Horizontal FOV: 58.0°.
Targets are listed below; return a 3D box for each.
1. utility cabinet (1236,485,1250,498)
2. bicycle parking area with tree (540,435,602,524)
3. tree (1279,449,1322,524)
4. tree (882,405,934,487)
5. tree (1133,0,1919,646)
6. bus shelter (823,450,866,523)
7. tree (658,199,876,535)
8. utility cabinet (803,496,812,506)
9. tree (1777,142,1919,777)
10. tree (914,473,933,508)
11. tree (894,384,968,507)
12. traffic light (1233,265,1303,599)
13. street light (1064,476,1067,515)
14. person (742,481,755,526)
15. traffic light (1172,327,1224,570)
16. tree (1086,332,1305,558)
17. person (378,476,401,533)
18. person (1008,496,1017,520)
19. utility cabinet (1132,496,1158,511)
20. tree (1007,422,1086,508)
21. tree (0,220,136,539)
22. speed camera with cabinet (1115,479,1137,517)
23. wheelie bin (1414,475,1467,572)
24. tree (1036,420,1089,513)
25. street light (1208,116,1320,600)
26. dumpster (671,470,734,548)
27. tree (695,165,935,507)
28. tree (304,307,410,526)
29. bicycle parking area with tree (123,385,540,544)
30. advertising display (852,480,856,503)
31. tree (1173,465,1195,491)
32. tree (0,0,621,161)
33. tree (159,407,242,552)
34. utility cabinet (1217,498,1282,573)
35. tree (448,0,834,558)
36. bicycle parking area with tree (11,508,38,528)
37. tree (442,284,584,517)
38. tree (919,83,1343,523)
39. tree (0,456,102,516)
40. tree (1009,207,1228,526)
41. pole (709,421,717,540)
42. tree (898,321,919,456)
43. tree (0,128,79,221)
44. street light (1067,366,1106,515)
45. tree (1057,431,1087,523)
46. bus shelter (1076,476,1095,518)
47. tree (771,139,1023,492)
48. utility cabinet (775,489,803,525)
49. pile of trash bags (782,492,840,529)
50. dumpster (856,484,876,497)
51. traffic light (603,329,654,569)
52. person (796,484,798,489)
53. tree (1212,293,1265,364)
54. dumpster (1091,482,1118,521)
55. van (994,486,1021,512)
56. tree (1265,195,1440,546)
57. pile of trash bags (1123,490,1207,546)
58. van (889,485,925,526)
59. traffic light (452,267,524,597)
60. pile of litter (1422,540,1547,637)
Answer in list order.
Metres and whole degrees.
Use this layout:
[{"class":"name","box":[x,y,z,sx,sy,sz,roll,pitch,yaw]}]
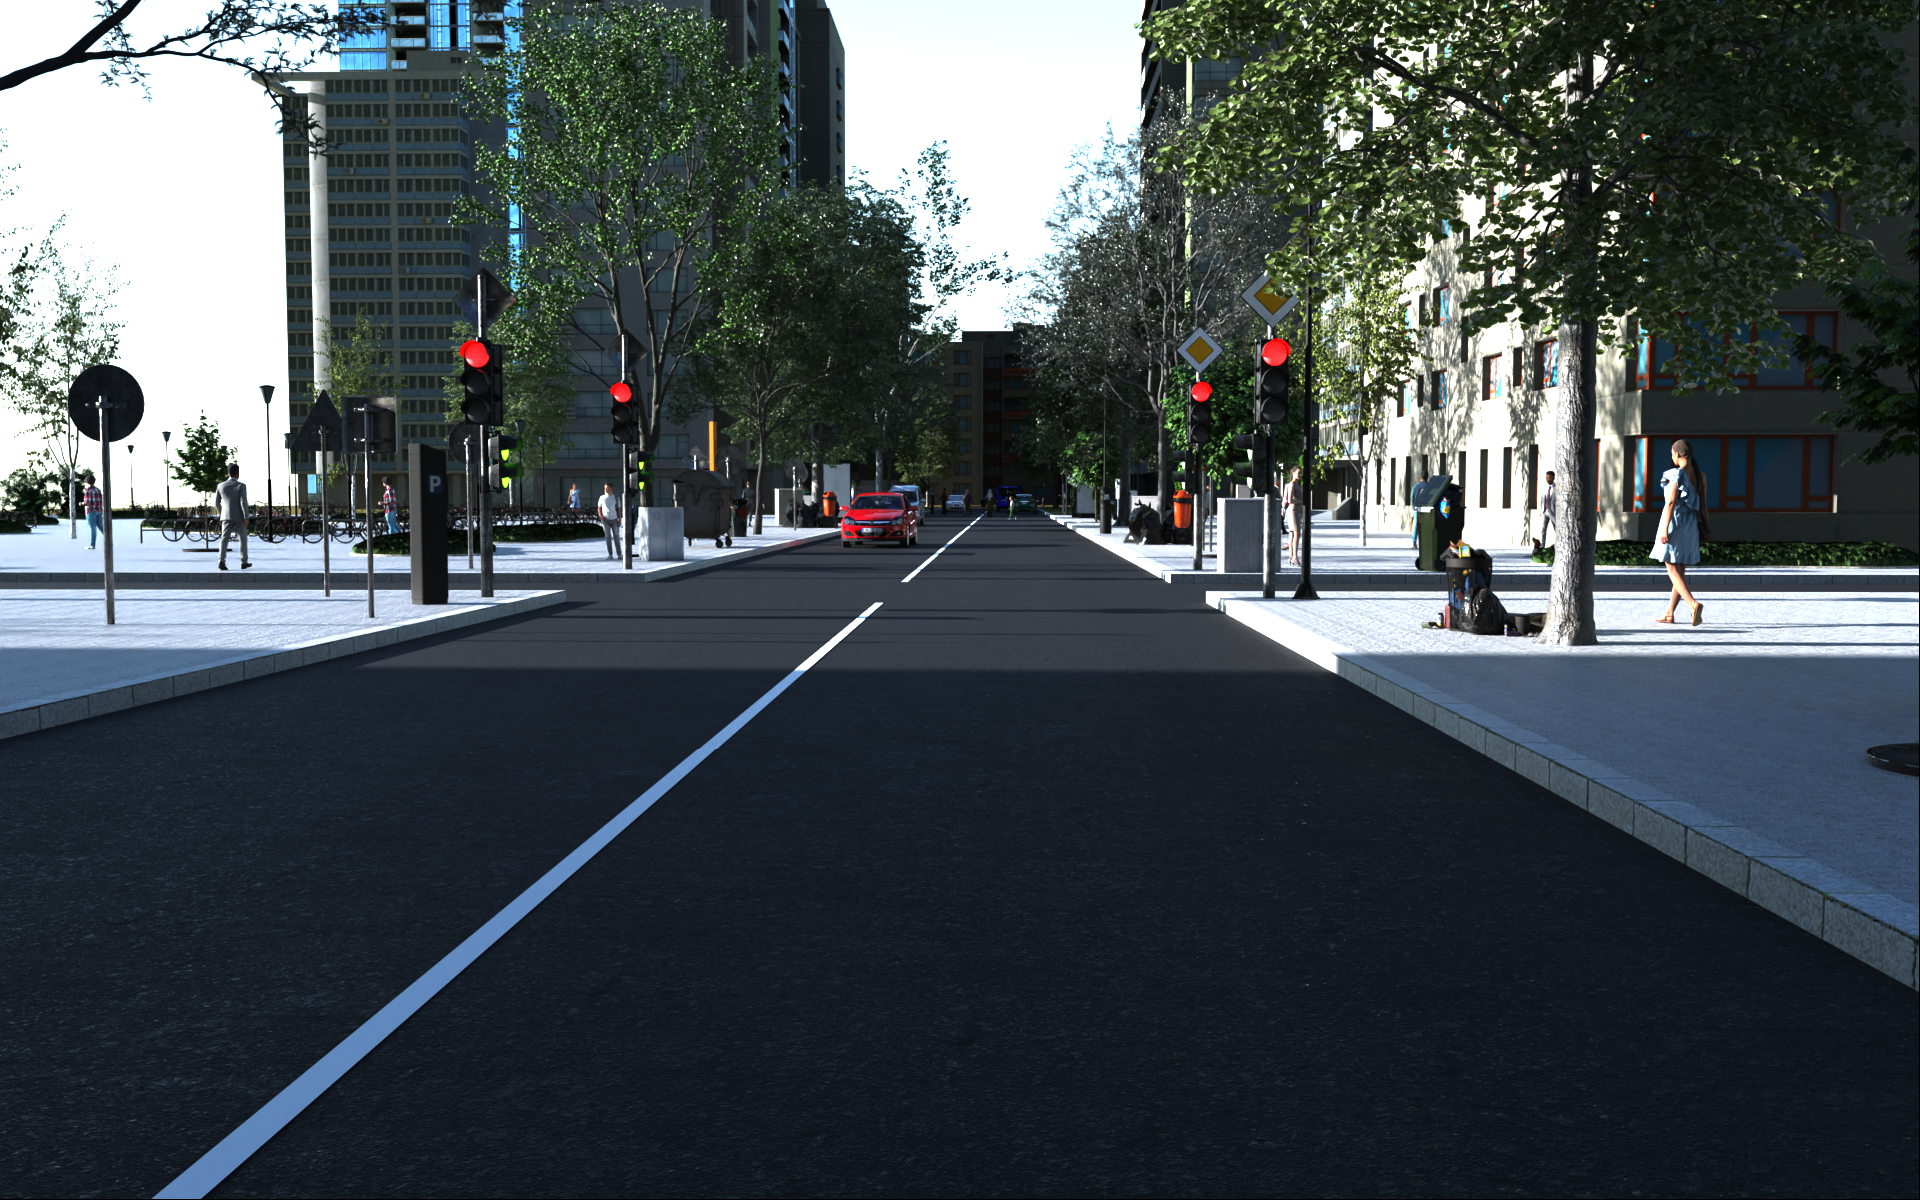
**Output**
[{"class":"utility cabinet","box":[6.654,-1.956,40.658,0.318,1.500,1.173,0,4,7]},{"class":"bicycle parking area with tree","box":[-17.033,-4.748,64.637,9.016,4.147,8.231,1,4,16]},{"class":"tree","box":[14.582,-4.835,73.660,1.663,3.219,1.824,0,3,0]},{"class":"tree","box":[-3.732,-10.761,126.305,4.737,8.622,4.395,0,3,0]},{"class":"tree","box":[5.284,-5.921,14.928,7.486,12.596,7.792,0,3,0]},{"class":"bus shelter","box":[-5.473,-5.177,78.560,2.014,3.302,5.546,0,4,2]},{"class":"tree","box":[-6.081,-7.344,54.489,7.601,10.594,8.767,0,4,5]},{"class":"utility cabinet","box":[-6.356,-3.831,73.804,1.020,1.237,0.306,1,4,14]},{"class":"tree","box":[4.693,-0.822,8.048,1.663,3.219,1.824,0,3,0]},{"class":"tree","box":[-3.552,-10.215,161.623,1.663,3.219,1.824,0,3,0]},{"class":"tree","box":[-2.871,-15.791,176.309,7.486,12.596,7.792,0,3,0]},{"class":"traffic light","box":[3.787,-1.975,21.215,0.839,4.253,0.868,0,4,2]},{"class":"street light","box":[5.894,-8.055,104.246,1.470,5.913,1.316,0,4,2]},{"class":"person","box":[-8.464,-3.834,68.996,0.520,1.790,0.573,-2,4,-30]},{"class":"traffic light","box":[4.005,-2.463,29.197,0.839,4.253,0.868,0,4,2]},{"class":"tree","box":[5.638,-3.157,35.323,4.285,4.588,4.351,0,3,0]},{"class":"person","box":[-14.248,-2.237,43.458,0.643,1.720,0.563,-1,4,-16]},{"class":"person","box":[2.920,-5.107,96.251,0.590,1.304,0.306,-2,4,-27]},{"class":"utility cabinet","box":[6.278,-2.859,57.900,1.020,1.237,0.306,1,4,22]},{"class":"tree","box":[8.644,-14.798,176.352,8.767,10.594,7.601,-2,4,-31]},{"class":"tree","box":[-25.729,-6.073,49.657,4.360,8.622,3.978,0,3,0]},{"class":"speed camera with cabinet","box":[7.822,-5.321,81.342,0.660,3.252,2.038,0,4,-8]},{"class":"wheelie bin","box":[8.013,-1.284,28.896,0.693,1.594,0.980,-1,4,-15]},{"class":"tree","box":[7.066,-10.080,115.169,4.737,8.622,4.395,0,3,0]},{"class":"street light","box":[3.690,-2.966,21.034,1.470,5.913,1.316,0,4,2]},{"class":"dumpster","box":[-6.190,-2.195,41.649,1.264,1.857,1.865,0,4,1]},{"class":"tree","box":[-5.722,-9.864,67.932,9.857,13.997,8.962,0,3,0]},{"class":"tree","box":[-24.069,-7.242,68.761,4.737,8.622,4.395,0,3,0]},{"class":"bicycle parking area with tree","box":[-17.941,-3.746,48.248,9.016,4.147,8.231,1,4,17]},{"class":"advertising display","box":[-5.296,-4.707,82.179,0.123,1.923,0.974,-3,5,-41]},{"class":"tree","box":[12.665,-6.356,98.524,1.663,3.219,1.824,0,3,0]},{"class":"tree","box":[-7.075,-6.108,10.235,12.009,13.543,11.850,0,3,0]},{"class":"tree","box":[-16.955,-2.691,38.603,1.663,3.219,1.824,0,3,0]},{"class":"utility cabinet","box":[4.741,-1.052,28.356,1.020,1.237,0.306,-1,4,-15]},{"class":"tree","box":[-6.364,-6.693,35.183,9.928,11.665,9.643,0,3,0]},{"class":"bicycle parking area with tree","box":[-38.335,-4.624,62.604,9.016,4.147,8.231,1,4,17]},{"class":"tree","box":[-24.440,-10.786,94.472,7.486,12.596,7.792,0,3,0]},{"class":"tree","box":[6.119,-8.621,51.318,12.009,13.543,11.850,0,3,0]},{"class":"tree","box":[-57.770,-11.930,96.870,13.155,14.587,18.604,1,4,8]},{"class":"tree","box":[6.745,-9.315,69.315,9.611,12.733,9.660,0,3,0]},{"class":"pole","box":[-6.933,-3.357,48.736,0.158,3.312,0.155,0,3,0]},{"class":"tree","box":[-4.632,-12.375,112.694,12.009,13.543,11.850,0,3,0]},{"class":"tree","box":[-19.581,-5.104,33.819,4.360,8.622,3.978,0,3,0]},{"class":"street light","box":[4.749,-5.541,63.129,1.470,5.913,1.316,0,4,2]},{"class":"tree","box":[6.107,-5.768,78.027,4.285,4.588,4.351,0,3,0]},{"class":"bus shelter","box":[6.867,-5.851,89.590,2.014,3.302,5.546,0,4,2]},{"class":"tree","box":[-3.457,-14.498,92.924,12.611,20.169,13.585,0,3,0]},{"class":"utility cabinet","box":[-6.995,-3.812,71.007,1.173,1.500,0.318,-3,4,-37]},{"class":"pile of trash bags","box":[-5.428,-3.422,65.695,1.912,1.369,3.447,-2,4,-25]},{"class":"dumpster","box":[-5.753,-6.026,104.277,1.264,1.857,1.865,0,4,2]},{"class":"traffic light","box":[-5.653,-2.479,29.445,0.839,4.253,0.868,0,4,2]},{"class":"person","box":[-8.961,-5.478,95.413,0.447,1.846,0.655,1,4,13]},{"class":"tree","box":[10.736,-6.718,60.195,4.737,8.622,4.395,0,3,0]},{"class":"dumpster","box":[7.142,-4.984,83.986,1.502,2.255,1.985,0,4,1]},{"class":"van","box":[3.874,-8.312,140.288,2.240,2.365,5.245,0,4,1]},{"class":"tree","box":[10.001,-5.667,43.016,4.737,8.622,4.395,0,3,0]},{"class":"pile of trash bags","box":[5.364,-2.101,44.106,1.912,1.369,3.447,0,4,-6]},{"class":"van","box":[-2.527,-4.339,77.955,2.013,2.044,4.112,0,4,3]},{"class":"traffic light","box":[-5.871,-1.990,21.463,0.839,4.253,0.868,0,4,2]},{"class":"pile of litter","box":[5.000,-0.145,16.331,1.176,0.858,1.719,0,4,3]}]
